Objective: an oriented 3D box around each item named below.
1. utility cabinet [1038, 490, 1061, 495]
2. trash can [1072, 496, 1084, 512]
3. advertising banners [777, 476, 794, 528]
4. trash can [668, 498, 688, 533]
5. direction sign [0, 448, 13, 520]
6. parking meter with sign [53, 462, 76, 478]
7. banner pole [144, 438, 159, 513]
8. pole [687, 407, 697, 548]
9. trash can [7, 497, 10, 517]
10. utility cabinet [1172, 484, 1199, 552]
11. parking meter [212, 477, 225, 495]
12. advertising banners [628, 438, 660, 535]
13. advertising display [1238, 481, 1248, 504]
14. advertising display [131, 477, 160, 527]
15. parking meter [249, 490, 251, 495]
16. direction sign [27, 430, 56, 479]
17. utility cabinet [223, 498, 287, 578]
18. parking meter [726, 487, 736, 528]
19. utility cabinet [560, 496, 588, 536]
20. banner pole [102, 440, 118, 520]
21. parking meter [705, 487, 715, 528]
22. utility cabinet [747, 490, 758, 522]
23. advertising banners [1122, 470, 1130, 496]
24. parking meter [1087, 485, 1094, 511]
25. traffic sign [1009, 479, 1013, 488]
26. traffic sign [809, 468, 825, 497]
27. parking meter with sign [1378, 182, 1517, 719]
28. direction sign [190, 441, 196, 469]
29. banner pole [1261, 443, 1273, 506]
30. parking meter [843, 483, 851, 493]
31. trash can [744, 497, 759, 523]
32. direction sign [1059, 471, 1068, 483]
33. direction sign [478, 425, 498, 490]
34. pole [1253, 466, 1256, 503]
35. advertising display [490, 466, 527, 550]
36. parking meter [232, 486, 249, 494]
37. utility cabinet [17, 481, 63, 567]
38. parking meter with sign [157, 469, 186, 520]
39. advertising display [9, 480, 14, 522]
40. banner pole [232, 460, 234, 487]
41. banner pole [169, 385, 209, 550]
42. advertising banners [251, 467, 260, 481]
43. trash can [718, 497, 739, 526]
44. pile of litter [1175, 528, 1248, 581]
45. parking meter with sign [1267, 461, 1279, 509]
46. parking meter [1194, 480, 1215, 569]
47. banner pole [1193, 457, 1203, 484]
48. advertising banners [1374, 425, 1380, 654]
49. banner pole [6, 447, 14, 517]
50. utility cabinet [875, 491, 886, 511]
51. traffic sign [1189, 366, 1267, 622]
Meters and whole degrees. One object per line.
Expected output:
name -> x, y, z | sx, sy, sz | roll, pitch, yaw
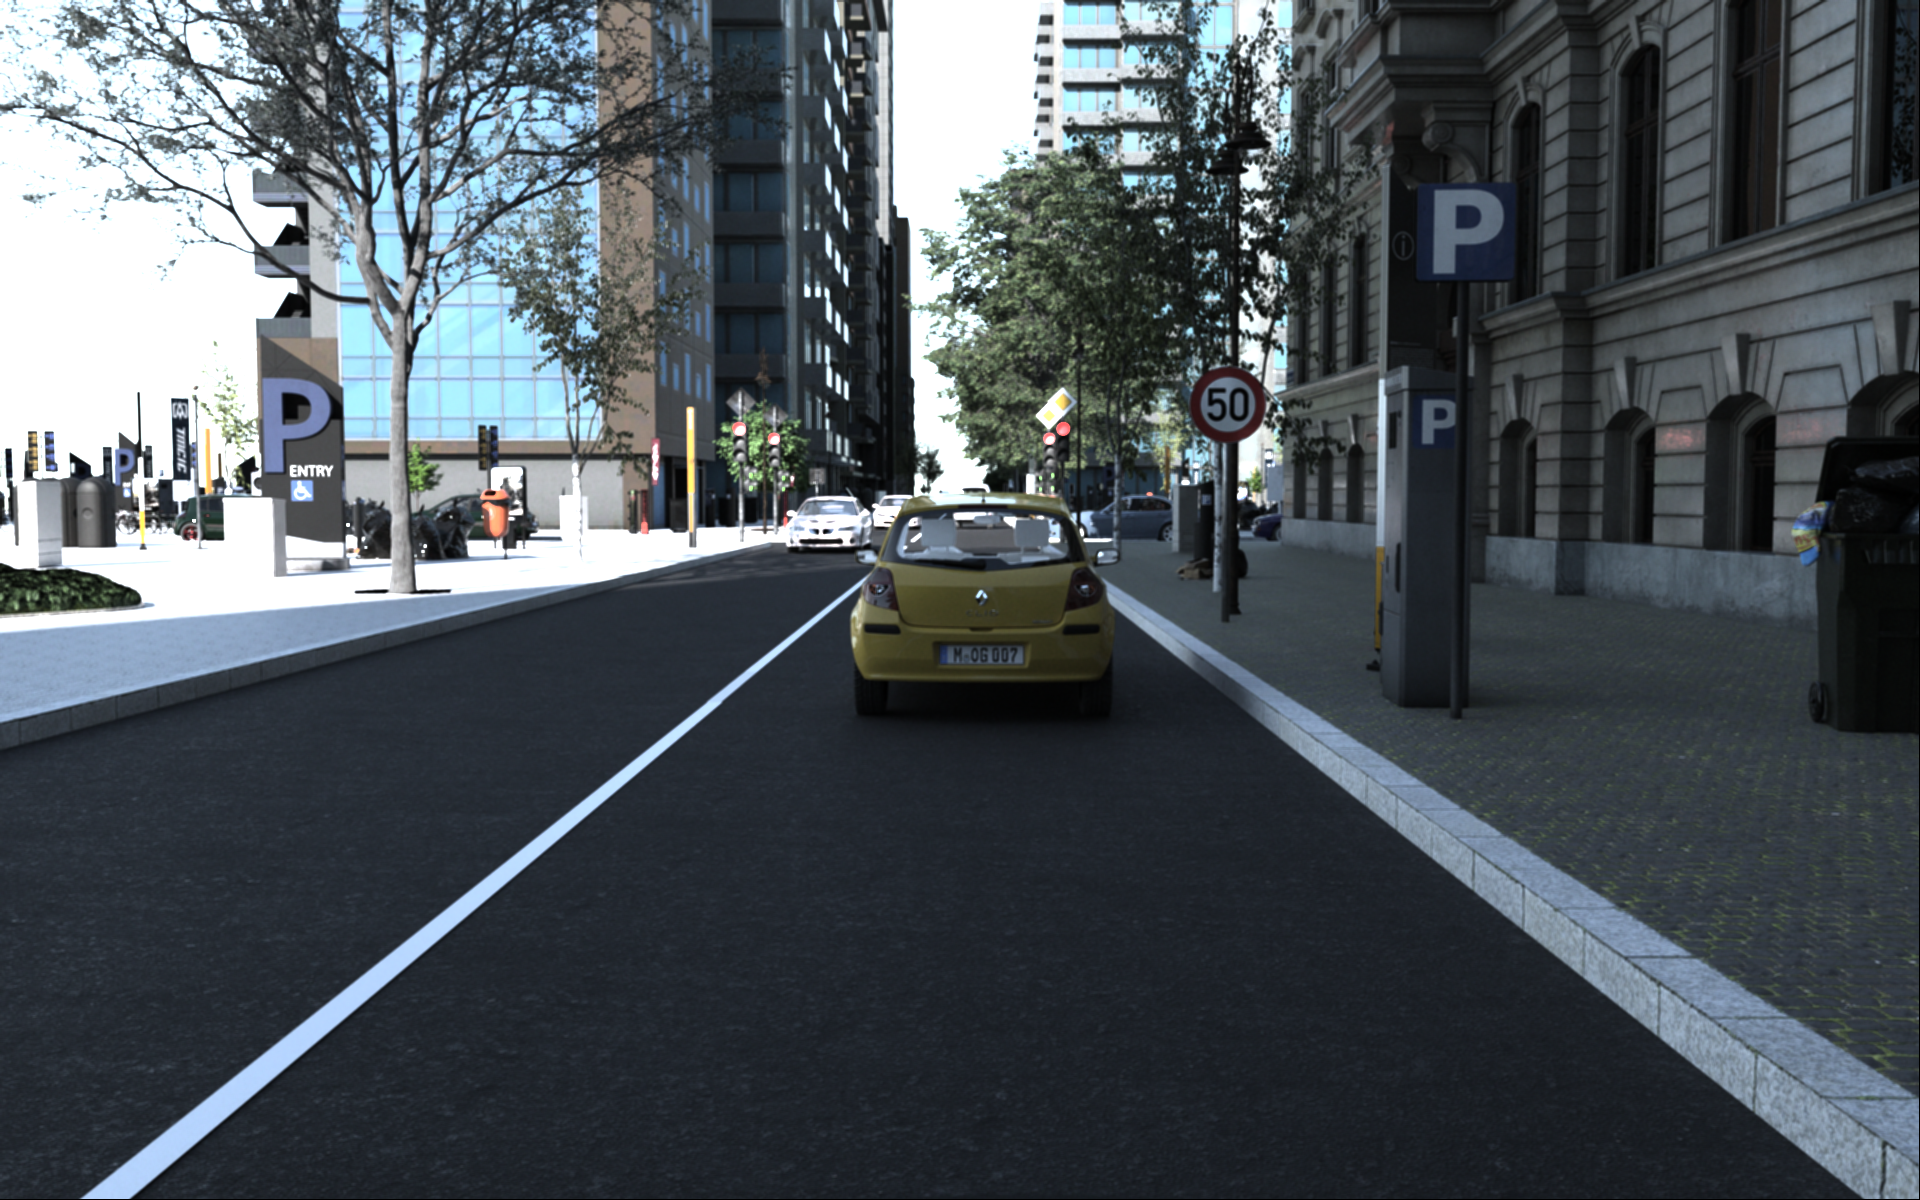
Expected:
utility cabinet -> 4.536, -4.848, 87.946 | 1.173, 1.500, 0.318 | 2, 4, 28
trash can -> 7.062, -5.615, 103.453 | 0.748, 1.137, 0.748 | 0, 3, 0
advertising banners -> -6.653, -4.273, 66.058 | 0.090, 3.025, 2.074 | -2, 4, -25
trash can -> -9.327, -2.809, 57.580 | 0.748, 1.137, 0.748 | 0, 3, 0
direction sign -> -46.601, -5.652, 84.410 | 0.379, 3.537, 0.876 | 3, 4, 37
parking meter with sign -> -49.037, -6.021, 94.708 | 1.738, 3.016, 0.543 | 2, 4, 30
banner pole -> -36.147, -5.353, 77.531 | 0.401, 3.779, 0.863 | 1, 4, 23
pole -> -6.320, -2.875, 40.856 | 0.158, 3.312, 0.155 | 0, 3, 0
trash can -> -53.068, -5.227, 97.120 | 0.748, 1.137, 0.748 | 0, 3, 0
utility cabinet -> 5.254, -1.789, 37.933 | 1.173, 1.500, 0.318 | -1, 4, -21
parking meter -> -24.763, -3.188, 57.831 | 0.255, 1.863, 0.399 | 3, 5, 42
advertising banners -> -9.950, -3.570, 54.560 | 0.090, 3.025, 2.074 | -3, 4, -38
advertising display -> 14.141, -5.045, 87.703 | 0.974, 1.923, 0.123 | 3, 4, 38
advertising display -> -31.485, -3.776, 66.959 | 0.974, 1.923, 0.123 | -2, 4, -34
parking meter -> -39.001, -5.288, 94.867 | 0.372, 1.533, 0.369 | 0, 3, 0
direction sign -> -32.670, -4.261, 61.663 | 0.876, 3.537, 0.379 | -1, 4, -21
utility cabinet -> -10.895, -0.956, 26.795 | 1.020, 1.237, 0.306 | 2, 4, 25
parking meter -> -8.752, -3.531, 66.147 | 0.372, 1.533, 0.369 | 0, 3, 0
utility cabinet -> -11.789, -2.556, 52.950 | 1.020, 1.237, 0.306 | 3, 5, 41
banner pole -> -39.015, -5.483, 79.671 | 0.401, 3.779, 0.863 | 3, 5, 43
parking meter -> -9.550, -3.535, 66.213 | 0.372, 1.533, 0.369 | 0, 3, 0
utility cabinet -> -9.295, -4.217, 77.621 | 0.318, 1.500, 1.173 | 0, 4, 2
advertising banners -> 11.866, -7.816, 123.982 | 0.090, 3.025, 2.074 | -1, 4, -9
parking meter -> 8.751, -6.767, 116.351 | 0.399, 1.863, 0.255 | -1, 4, -19
traffic sign -> 3.625, -7.075, 117.803 | 0.606, 2.300, 0.079 | 0, 4, 1
traffic sign -> -5.636, -4.044, 68.249 | 0.606, 2.300, 0.079 | 0, 4, 4
parking meter with sign -> 2.896, -0.879, 10.635 | 0.543, 3.016, 1.738 | 0, 4, 4
direction sign -> -33.106, -5.050, 74.560 | 0.876, 3.537, 0.379 | 2, 4, 32
banner pole -> 15.005, -5.805, 84.935 | 0.401, 3.779, 0.863 | -3, 5, -43
parking meter -> -5.951, -5.221, 91.070 | 0.399, 1.863, 0.255 | 1, 4, 22
trash can -> -9.194, -3.931, 75.931 | 0.748, 1.137, 0.748 | 0, 3, 0
direction sign -> 7.005, -7.716, 118.154 | 0.876, 3.537, 0.379 | 2, 4, 35
direction sign -> -15.569, -3.990, 57.227 | 0.379, 3.537, 0.876 | 2, 4, 28
pole -> 21.265, -8.031, 125.142 | 0.158, 3.312, 0.155 | 0, 3, 0
advertising display -> -10.443, -2.133, 40.089 | 0.974, 1.923, 0.123 | 2, 4, 26
parking meter -> -23.738, -2.970, 56.979 | 0.372, 1.533, 0.369 | 0, 3, 0
utility cabinet -> -16.122, -1.325, 30.350 | 0.318, 1.500, 1.173 | -1, 4, -9
parking meter with sign -> -39.162, -5.459, 85.512 | 1.738, 3.016, 0.543 | 0, 4, -7
advertising display -> -44.249, -4.622, 80.787 | 0.123, 1.923, 0.974 | -2, 4, -25
banner pole -> -53.564, -8.418, 127.659 | 0.401, 3.779, 0.863 | -1, 4, -19
banner pole -> -17.695, -3.039, 39.712 | 0.401, 3.779, 0.863 | 2, 4, 34
advertising banners -> -45.705, -6.986, 110.416 | 2.074, 3.025, 0.090 | -1, 4, -18
trash can -> -9.534, -3.605, 70.591 | 0.748, 1.137, 0.748 | 0, 3, 0
pile of litter -> 3.799, -0.764, 26.459 | 1.176, 0.858, 1.719 | 3, 5, 39
parking meter with sign -> 16.785, -5.914, 92.961 | 0.543, 3.016, 1.738 | 1, 4, 21
parking meter -> 4.079, -1.245, 28.772 | 0.372, 1.533, 0.369 | 0, 3, 0
banner pole -> 15.942, -7.696, 115.847 | 0.863, 3.779, 0.401 | -1, 4, -16
advertising banners -> 3.480, -1.108, 14.305 | 0.090, 3.025, 2.074 | 1, 4, 14
banner pole -> -50.849, -6.282, 92.728 | 0.863, 3.779, 0.401 | 2, 4, 30
utility cabinet -> -5.523, -6.832, 120.382 | 0.318, 1.500, 1.173 | 2, 4, 24
traffic sign -> 2.663, -1.052, 17.301 | 0.768, 2.556, 0.104 | 0, 4, 3
